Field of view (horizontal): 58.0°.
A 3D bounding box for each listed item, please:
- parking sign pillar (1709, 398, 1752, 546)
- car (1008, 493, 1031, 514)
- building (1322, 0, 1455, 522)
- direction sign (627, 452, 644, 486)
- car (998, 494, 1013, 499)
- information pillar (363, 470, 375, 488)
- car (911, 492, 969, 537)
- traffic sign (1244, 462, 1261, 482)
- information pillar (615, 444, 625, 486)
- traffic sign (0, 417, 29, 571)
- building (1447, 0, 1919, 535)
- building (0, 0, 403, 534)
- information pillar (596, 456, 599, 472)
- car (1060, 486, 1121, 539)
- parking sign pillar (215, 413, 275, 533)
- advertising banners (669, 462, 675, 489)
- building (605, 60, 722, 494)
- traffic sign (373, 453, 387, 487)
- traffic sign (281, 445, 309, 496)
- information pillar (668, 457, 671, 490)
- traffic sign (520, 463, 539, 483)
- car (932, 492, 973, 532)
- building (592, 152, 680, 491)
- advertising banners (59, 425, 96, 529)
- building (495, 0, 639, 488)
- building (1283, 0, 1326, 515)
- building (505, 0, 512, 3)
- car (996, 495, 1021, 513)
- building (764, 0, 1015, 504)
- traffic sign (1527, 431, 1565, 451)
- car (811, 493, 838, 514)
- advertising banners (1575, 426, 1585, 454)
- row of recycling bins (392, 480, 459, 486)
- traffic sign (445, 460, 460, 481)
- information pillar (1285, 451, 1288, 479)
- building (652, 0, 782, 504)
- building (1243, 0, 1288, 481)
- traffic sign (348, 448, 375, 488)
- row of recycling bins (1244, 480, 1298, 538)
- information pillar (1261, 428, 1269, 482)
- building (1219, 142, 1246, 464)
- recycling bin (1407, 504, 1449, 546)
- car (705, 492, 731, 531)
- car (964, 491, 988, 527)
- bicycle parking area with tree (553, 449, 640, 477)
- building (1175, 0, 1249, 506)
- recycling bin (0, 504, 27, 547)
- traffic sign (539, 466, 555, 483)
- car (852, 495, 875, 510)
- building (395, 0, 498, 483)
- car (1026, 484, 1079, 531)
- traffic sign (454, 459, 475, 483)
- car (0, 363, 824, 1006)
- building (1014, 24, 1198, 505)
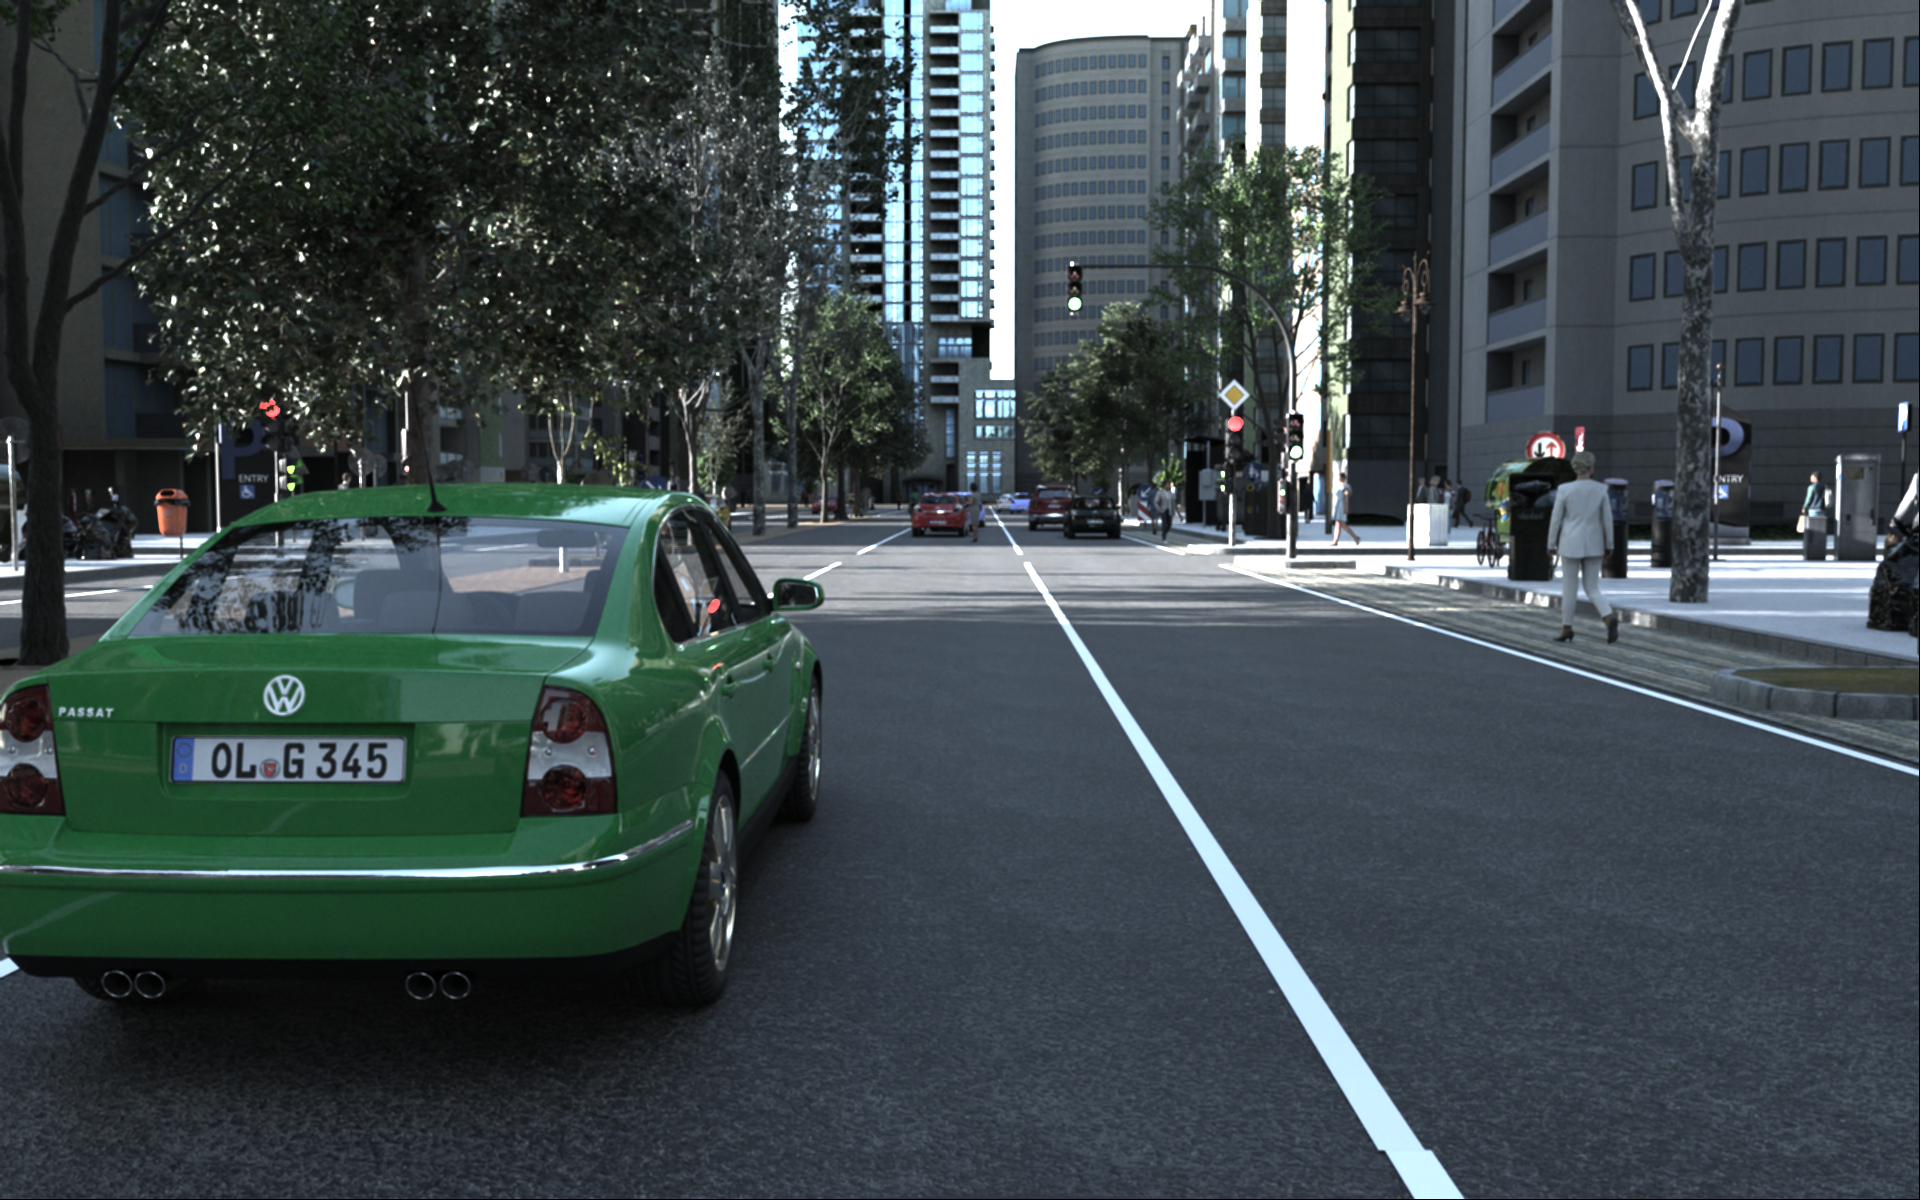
[{"bbox_3d":[19.267,-3.383,43.779,1.447,3.967,1.447,2,4,30],"label":"parking sign pillar"},{"bbox_3d":[4.479,-7.091,125.521,1.945,1.707,3.694,0,4,1],"label":"car"},{"bbox_3d":[25.129,-19.263,86.654,14.160,30.474,14.107,0,4,1],"label":"building"},{"bbox_3d":[-17.414,-6.172,92.916,0.876,3.537,0.379,-1,4,-11],"label":"direction sign"},{"bbox_3d":[4.581,-9.355,164.959,2.014,1.417,4.499,0,4,-1],"label":"car"},{"bbox_3d":[-17.786,-2.912,52.102,0.304,2.012,0.304,-2,4,-30],"label":"information pillar"},{"bbox_3d":[-0.644,-3.081,59.411,2.155,1.783,4.494,0,4,3],"label":"car"},{"bbox_3d":[11.534,-4.153,68.003,0.768,2.556,0.104,1,4,9],"label":"traffic sign"},{"bbox_3d":[-15.964,-5.511,81.452,0.504,3.616,0.183,0,4,-1],"label":"information pillar"},{"bbox_3d":[-15.711,-1.752,28.743,0.768,2.556,0.104,0,4,1],"label":"traffic sign"},{"bbox_3d":[34.254,-31.785,61.681,28.212,58.520,21.231,0,4,1],"label":"building"},{"bbox_3d":[-34.373,-25.203,66.686,22.147,44.769,28.867,0,4,1],"label":"building"},{"bbox_3d":[-17.872,-5.757,85.477,0.183,3.616,0.504,-1,4,-18],"label":"information pillar"},{"bbox_3d":[4.302,-2.871,56.723,2.009,1.686,4.222,0,4,1],"label":"car"},{"bbox_3d":[-17.772,-3.338,43.044,1.447,3.967,1.447,-2,4,-31],"label":"parking sign pillar"},{"bbox_3d":[-15.429,-6.062,95.304,0.090,3.025,2.074,1,4,22],"label":"advertising banners"},{"bbox_3d":[-32.354,-32.134,175.508,14.200,45.320,14.600,0,4,1],"label":"building"},{"bbox_3d":[-18.347,-3.320,54.389,0.768,2.556,0.104,1,4,10],"label":"traffic sign"},{"bbox_3d":[-17.607,-2.797,45.733,0.884,2.594,0.081,0,4,6],"label":"traffic sign"},{"bbox_3d":[-18.359,-7.237,109.677,0.183,3.616,0.504,1,4,11],"label":"information pillar"},{"bbox_3d":[-17.620,-4.333,70.947,0.768,2.556,0.104,0,4,1],"label":"traffic sign"},{"bbox_3d":[-0.244,-3.516,67.084,1.945,1.707,3.694,0,4,0],"label":"car"},{"bbox_3d":[-32.484,-23.084,149.122,14.160,30.474,14.107,0,4,1],"label":"building"},{"bbox_3d":[-22.795,-2.957,44.532,0.090,3.025,2.074,0,4,1],"label":"advertising banners"},{"bbox_3d":[-41.271,-26.791,129.919,32.217,40.220,23.993,0,4,1],"label":"building"},{"bbox_3d":[28.514,-28.022,108.273,14.600,45.320,14.200,0,4,1],"label":"building"},{"bbox_3d":[-54.126,-38.483,171.190,28.212,58.520,21.231,0,4,1],"label":"building"},{"bbox_3d":[3.825,-7.507,135.098,2.083,1.381,4.827,0,4,1],"label":"car"},{"bbox_3d":[-8.573,-55.600,221.730,31.000,86.520,22.319,0,4,1],"label":"building"},{"bbox_3d":[11.921,-2.155,35.335,0.768,2.556,0.104,1,4,10],"label":"traffic sign"},{"bbox_3d":[-9.665,-7.085,124.881,2.155,1.783,4.494,0,4,0],"label":"car"},{"bbox_3d":[16.017,-2.908,43.736,0.090,3.025,2.074,-1,4,-8],"label":"advertising banners"},{"bbox_3d":[-15.571,-2.686,51.024,1.069,1.692,3.534,1,4,11],"label":"row of recycling bins"},{"bbox_3d":[-18.886,-3.955,64.777,0.768,2.556,0.104,0,4,3],"label":"traffic sign"},{"bbox_3d":[12.564,-4.630,67.057,0.504,3.616,0.183,-3,4,-38],"label":"information pillar"},{"bbox_3d":[-34.381,-47.942,222.096,20.611,71.187,20.563,0,4,1],"label":"building"},{"bbox_3d":[28.389,-27.331,130.450,14.154,41.232,14.086,0,4,1],"label":"building"},{"bbox_3d":[-16.469,-2.910,47.680,0.768,2.556,0.104,0,4,4],"label":"traffic sign"},{"bbox_3d":[9.464,-2.779,52.555,1.069,1.692,3.534,0,4,-5],"label":"row of recycling bins"},{"bbox_3d":[10.769,-4.239,60.664,0.504,3.616,0.183,1,4,17],"label":"information pillar"},{"bbox_3d":[28.631,-22.822,144.847,14.160,30.474,14.107,0,4,1],"label":"building"},{"bbox_3d":[11.594,-1.856,42.905,0.722,1.027,0.722,-2,4,-34],"label":"recycling bin"},{"bbox_3d":[-9.463,-3.272,63.728,2.015,1.641,3.980,0,4,0],"label":"car"},{"bbox_3d":[0.240,-4.064,76.037,1.945,1.707,3.694,0,4,2],"label":"car"},{"bbox_3d":[-23.549,-7.670,112.407,8.231,4.147,9.016,-1,4,-8],"label":"bicycle parking area with tree"},{"bbox_3d":[32.800,-33.447,166.469,23.786,49.044,30.456,0,4,1],"label":"building"},{"bbox_3d":[-23.006,-1.809,42.125,0.722,1.027,0.722,3,4,36],"label":"recycling bin"},{"bbox_3d":[-18.732,-4.796,78.523,0.768,2.556,0.104,0,4,7],"label":"traffic sign"},{"bbox_3d":[-8.701,-8.849,156.483,2.131,1.459,4.920,0,4,-1],"label":"car"},{"bbox_3d":[-34.532,-25.256,96.525,14.154,41.232,14.086,0,4,1],"label":"building"},{"bbox_3d":[3.767,-3.705,69.252,2.281,1.827,5.304,0,4,2],"label":"car"},{"bbox_3d":[-18.239,-3.893,63.753,0.768,2.556,0.104,0,4,2],"label":"traffic sign"},{"bbox_3d":[-1.526,0.157,6.233,1.959,1.807,4.718,0,4,1],"label":"car"},{"bbox_3d":[21.119,-41.538,221.145,28.212,58.520,21.231,0,4,1],"label":"building"}]
